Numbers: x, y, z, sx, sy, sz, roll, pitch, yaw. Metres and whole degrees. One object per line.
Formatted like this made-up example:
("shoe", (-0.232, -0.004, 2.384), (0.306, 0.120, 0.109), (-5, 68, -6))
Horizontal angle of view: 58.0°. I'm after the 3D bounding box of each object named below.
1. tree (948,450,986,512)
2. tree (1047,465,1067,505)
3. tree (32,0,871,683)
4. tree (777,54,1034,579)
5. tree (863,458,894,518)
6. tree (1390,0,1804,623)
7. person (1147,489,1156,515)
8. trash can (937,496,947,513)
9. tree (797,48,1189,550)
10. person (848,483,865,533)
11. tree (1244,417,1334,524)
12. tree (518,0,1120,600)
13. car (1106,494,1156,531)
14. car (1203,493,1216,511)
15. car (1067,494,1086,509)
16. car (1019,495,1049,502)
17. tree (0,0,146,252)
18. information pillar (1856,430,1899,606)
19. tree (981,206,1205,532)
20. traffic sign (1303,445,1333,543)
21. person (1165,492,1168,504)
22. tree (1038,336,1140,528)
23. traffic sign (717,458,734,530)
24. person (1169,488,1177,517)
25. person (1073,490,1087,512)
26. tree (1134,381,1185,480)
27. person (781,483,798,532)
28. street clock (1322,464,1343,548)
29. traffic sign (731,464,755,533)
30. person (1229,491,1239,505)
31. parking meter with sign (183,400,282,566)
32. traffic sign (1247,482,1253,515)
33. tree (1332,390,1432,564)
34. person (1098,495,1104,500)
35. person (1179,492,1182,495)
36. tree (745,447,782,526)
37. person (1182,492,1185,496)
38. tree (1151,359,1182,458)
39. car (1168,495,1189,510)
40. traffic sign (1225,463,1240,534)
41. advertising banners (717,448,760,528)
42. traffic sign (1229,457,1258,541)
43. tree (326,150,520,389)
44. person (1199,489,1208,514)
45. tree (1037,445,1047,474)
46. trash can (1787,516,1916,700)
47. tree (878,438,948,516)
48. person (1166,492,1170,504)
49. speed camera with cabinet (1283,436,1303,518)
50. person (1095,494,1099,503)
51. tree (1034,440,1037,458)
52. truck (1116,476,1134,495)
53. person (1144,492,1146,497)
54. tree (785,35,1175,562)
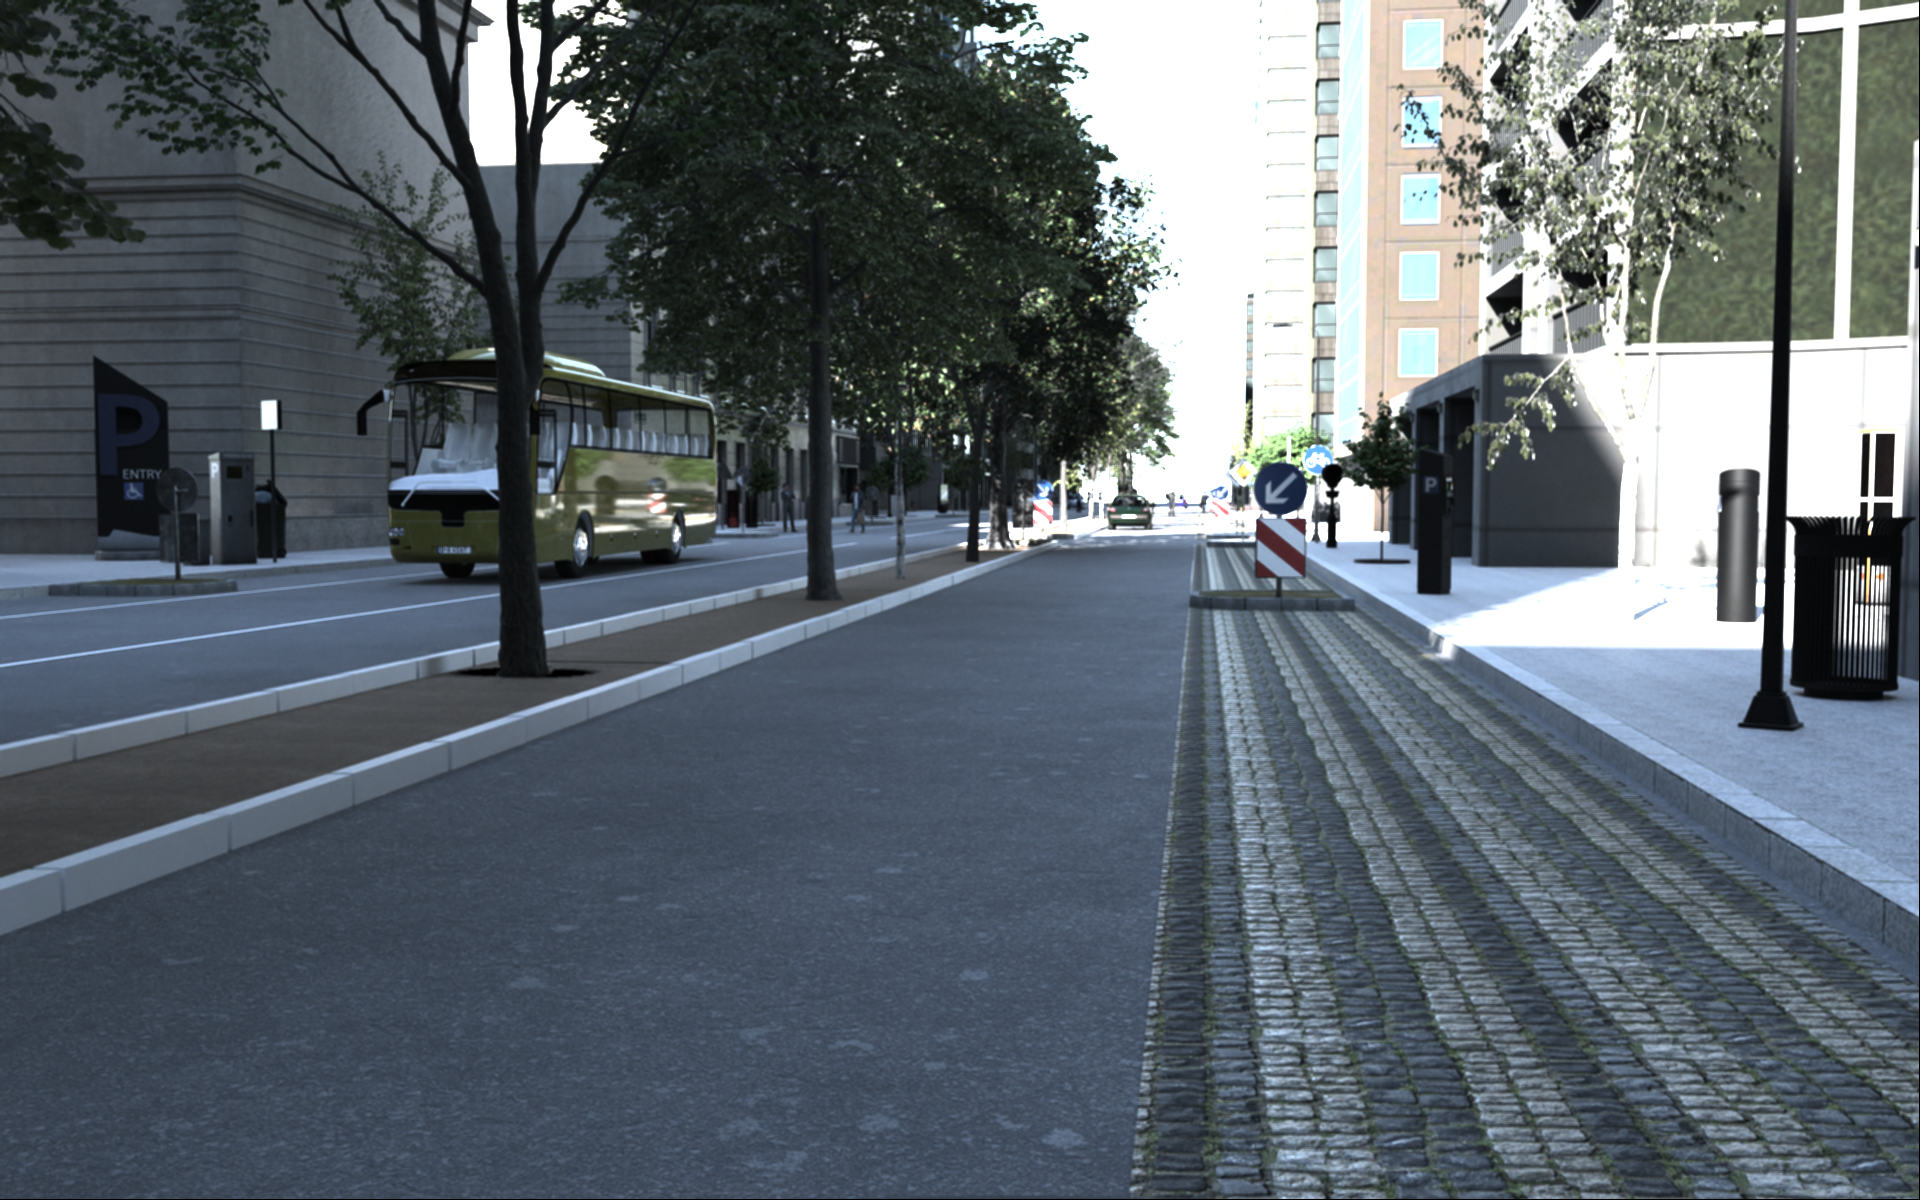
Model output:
("tree", (0.256, -8.761, 126.957), (4.285, 4.588, 4.351), (0, 3, 0))
("tree", (10.979, -15.516, 204.042), (4.360, 8.622, 3.978), (0, 3, 0))
("tree", (-3.525, -5.211, 13.412), (9.928, 11.665, 9.643), (0, 3, 0))
("tree", (-1.017, -4.642, 28.714), (4.360, 8.622, 3.978), (0, 3, 0))
("tree", (-4.316, -5.977, 92.332), (1.663, 3.219, 1.824), (0, 3, 0))
("tree", (6.635, -4.095, 17.312), (4.360, 8.622, 3.978), (0, 3, 0))
("person", (12.988, -6.668, 117.918), (0.661, 1.777, 0.834), (-1, 4, -23))
("trash can", (-1.229, -6.568, 119.035), (0.748, 1.137, 0.748), (0, 3, 0))
("tree", (0.992, -7.639, 44.370), (9.611, 12.733, 9.660), (0, 3, 0))
("person", (-3.681, -3.316, 62.709), (0.794, 1.824, 0.713), (3, 5, 41))
("tree", (14.381, -5.508, 73.777), (4.285, 4.588, 4.351), (0, 3, 0))
("tree", (-1.819, -6.237, 22.566), (7.486, 12.596, 7.792), (0, 3, 0))
("car", (6.821, -3.644, 69.368), (2.009, 1.686, 4.222), (0, 4, 7))
("car", (22.039, -8.641, 150.866), (1.945, 1.707, 3.694), (1, 4, 8))
("car", (10.937, -9.279, 163.710), (2.014, 1.417, 4.499), (0, 4, 8))
("car", (5.173, -6.531, 119.148), (2.083, 1.381, 4.827), (0, 4, 8))
("tree", (-4.497, -5.141, 4.644), (7.486, 12.596, 7.792), (0, 3, 0))
("information pillar", (10.551, -0.944, 19.932), (0.304, 2.012, 0.304), (0, 4, 3))
("tree", (3.885, -9.296, 64.820), (12.009, 13.543, 11.850), (0, 3, 0))
("traffic sign", (9.365, -2.767, 45.346), (0.768, 2.556, 0.104), (1, 4, 15))
("person", (29.393, -14.489, 245.839), (0.683, 1.767, 0.568), (0, 4, 6))
("tree", (5.549, -7.367, 73.277), (4.737, 8.622, 4.395), (0, 3, 0))
("traffic sign", (-8.535, -3.808, 62.266), (0.884, 2.594, 0.081), (1, 4, 16))
("person", (13.606, -6.255, 110.581), (0.447, 1.846, 0.655), (-3, 4, -38))
("person", (9.360, -7.800, 136.015), (1.348, 1.826, 0.705), (-2, 4, -35))
("tree", (12.543, -12.597, 126.543), (7.486, 12.596, 7.792), (0, 3, 0))
("person", (-6.427, -3.479, 65.184), (0.655, 1.846, 0.447), (-1, 4, -23))
("street clock", (8.905, -2.255, 41.441), (0.471, 2.002, 0.358), (-1, 4, -13))
("traffic sign", (-7.204, -3.293, 57.489), (0.795, 2.450, 0.064), (0, 4, 8))
("person", (33.133, -12.239, 208.612), (1.348, 1.823, 0.705), (1, 4, 11))
("parking meter with sign", (-13.311, -2.163, 31.632), (0.543, 3.016, 1.738), (3, 4, 38))
("traffic sign", (18.217, -6.626, 108.444), (0.768, 2.556, 0.104), (1, 4, 17))
("tree", (7.895, -2.313, 32.426), (1.663, 3.219, 1.824), (0, 3, 0))
("person", (16.420, -11.784, 201.150), (0.705, 1.826, 1.348), (2, 4, 25))
("person", (30.739, -14.223, 241.767), (1.217, 1.735, 0.721), (-1, 4, -12))
("tree", (-8.120, -4.617, 70.085), (1.663, 3.219, 1.824), (0, 3, 0))
("person", (32.717, -15.032, 255.096), (0.721, 1.723, 1.217), (-3, 5, -44))
("tree", (11.568, -11.598, 117.832), (9.928, 11.665, 9.643), (0, 3, 0))
("car", (20.378, -9.118, 161.658), (1.945, 1.354, 3.894), (0, 4, 8))
("traffic sign", (8.835, -3.157, 55.254), (0.795, 2.450, 0.064), (0, 4, 8))
("advertising banners", (-8.628, -4.272, 66.036), (2.074, 3.025, 0.090), (1, 4, 15))
("traffic sign", (7.739, -2.673, 47.344), (0.795, 2.450, 0.064), (0, 4, 8))
("tree", (-11.680, -5.357, 37.949), (4.737, 8.622, 4.395), (0, 3, 0))
("person", (17.803, -7.217, 126.596), (0.694, 1.812, 0.767), (2, 4, 25))
("tree", (5.150, -12.849, 160.449), (4.360, 8.622, 3.978), (0, 3, 0))
("trash can", (5.609, 0.042, 10.967), (0.748, 1.137, 0.748), (0, 3, 0))
("tree", (-3.213, -7.187, 101.227), (4.285, 4.588, 4.351), (0, 3, 0))
("person", (28.840, -14.022, 238.470), (1.217, 1.736, 0.721), (-3, 5, -41))
("speed camera with cabinet", (11.241, -3.935, 58.671), (0.660, 3.252, 2.038), (1, 4, 18))
("person", (20.125, -14.875, 254.924), (0.991, 1.433, 0.599), (-3, 4, -36))
("tree", (3.756, -12.242, 150.513), (4.360, 8.622, 3.978), (0, 3, 0))
("truck", (26.326, -17.564, 276.089), (2.839, 4.237, 11.283), (0, 4, 6))
("person", (28.677, -15.839, 268.193), (0.721, 1.735, 1.217), (0, 4, -7))
("tree", (0.190, -6.049, 35.773), (8.767, 10.594, 7.601), (0, 4, 8))
